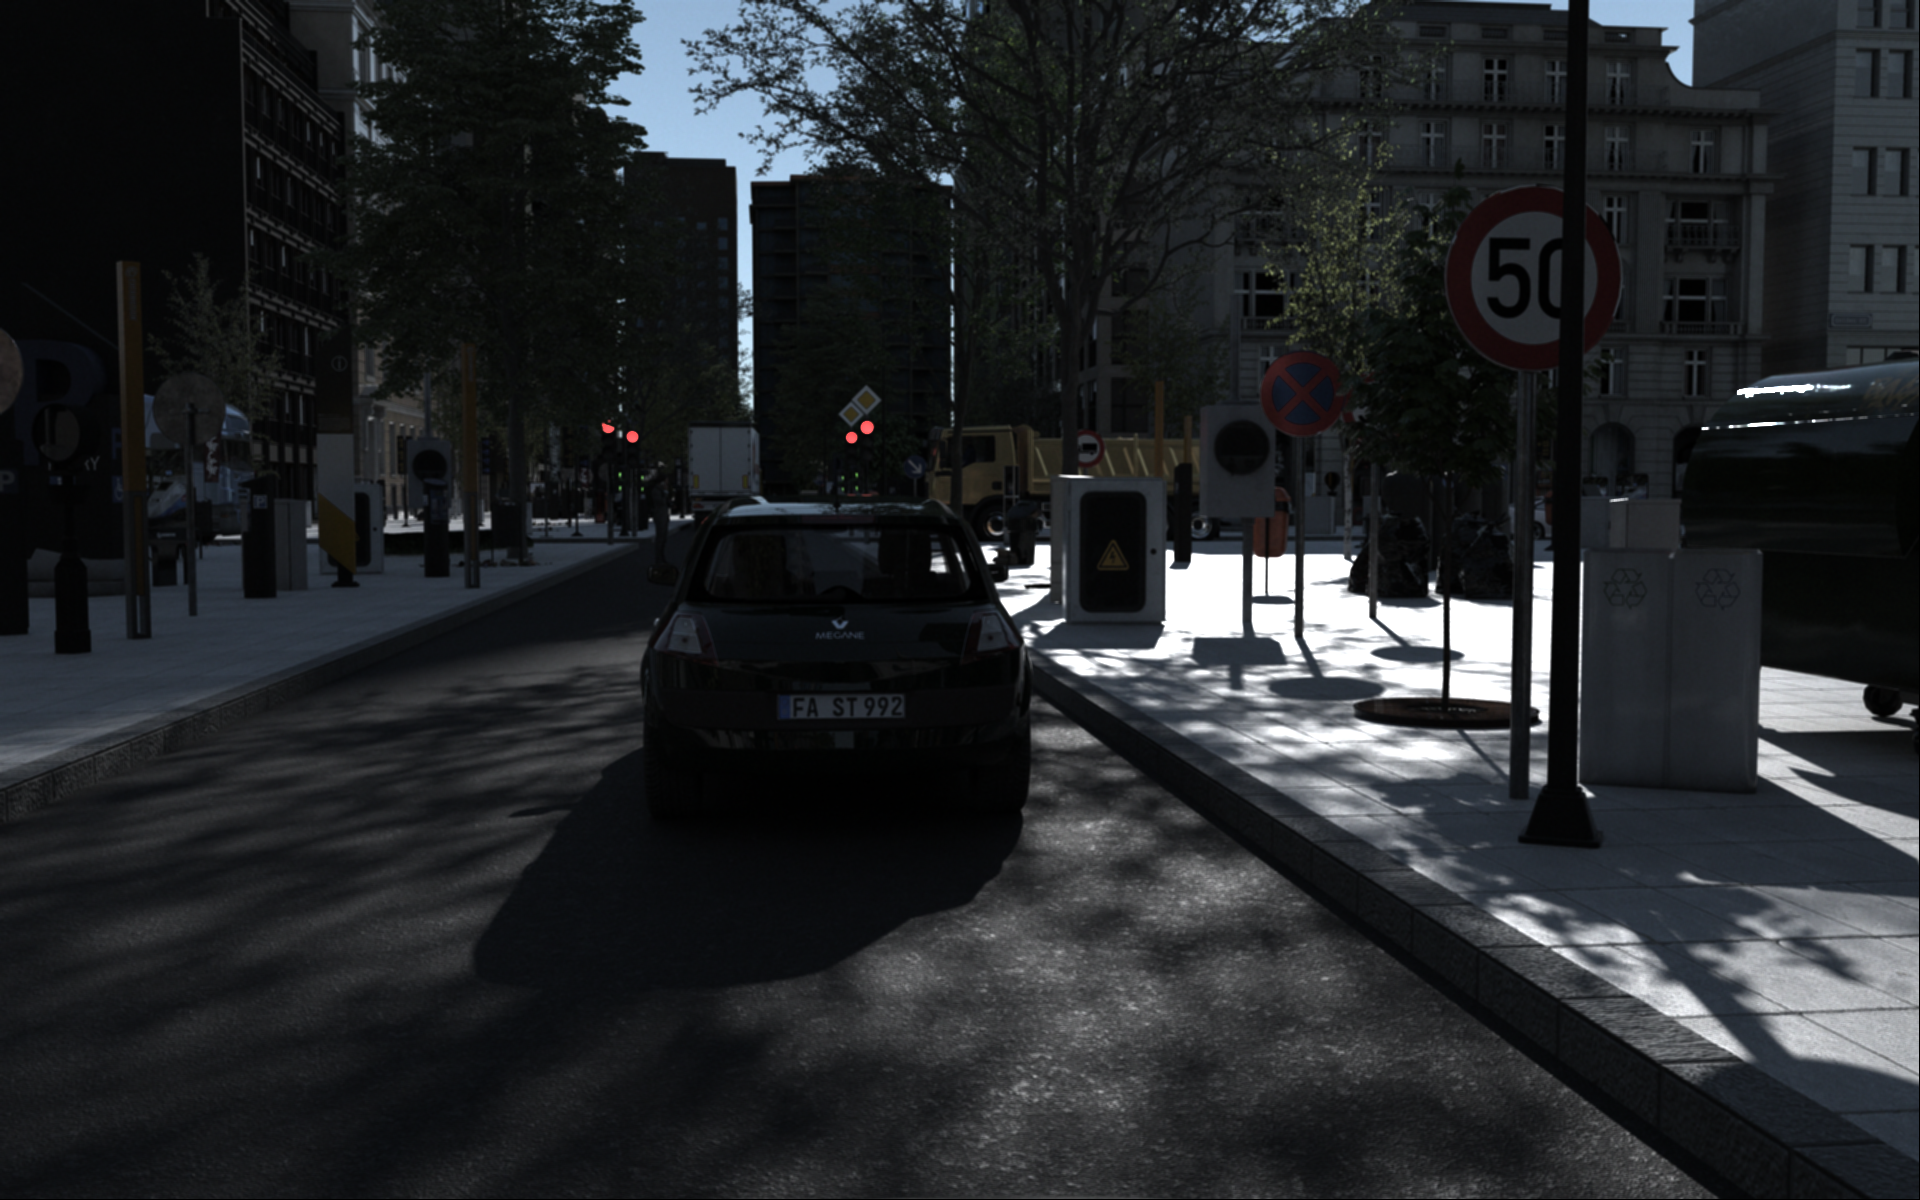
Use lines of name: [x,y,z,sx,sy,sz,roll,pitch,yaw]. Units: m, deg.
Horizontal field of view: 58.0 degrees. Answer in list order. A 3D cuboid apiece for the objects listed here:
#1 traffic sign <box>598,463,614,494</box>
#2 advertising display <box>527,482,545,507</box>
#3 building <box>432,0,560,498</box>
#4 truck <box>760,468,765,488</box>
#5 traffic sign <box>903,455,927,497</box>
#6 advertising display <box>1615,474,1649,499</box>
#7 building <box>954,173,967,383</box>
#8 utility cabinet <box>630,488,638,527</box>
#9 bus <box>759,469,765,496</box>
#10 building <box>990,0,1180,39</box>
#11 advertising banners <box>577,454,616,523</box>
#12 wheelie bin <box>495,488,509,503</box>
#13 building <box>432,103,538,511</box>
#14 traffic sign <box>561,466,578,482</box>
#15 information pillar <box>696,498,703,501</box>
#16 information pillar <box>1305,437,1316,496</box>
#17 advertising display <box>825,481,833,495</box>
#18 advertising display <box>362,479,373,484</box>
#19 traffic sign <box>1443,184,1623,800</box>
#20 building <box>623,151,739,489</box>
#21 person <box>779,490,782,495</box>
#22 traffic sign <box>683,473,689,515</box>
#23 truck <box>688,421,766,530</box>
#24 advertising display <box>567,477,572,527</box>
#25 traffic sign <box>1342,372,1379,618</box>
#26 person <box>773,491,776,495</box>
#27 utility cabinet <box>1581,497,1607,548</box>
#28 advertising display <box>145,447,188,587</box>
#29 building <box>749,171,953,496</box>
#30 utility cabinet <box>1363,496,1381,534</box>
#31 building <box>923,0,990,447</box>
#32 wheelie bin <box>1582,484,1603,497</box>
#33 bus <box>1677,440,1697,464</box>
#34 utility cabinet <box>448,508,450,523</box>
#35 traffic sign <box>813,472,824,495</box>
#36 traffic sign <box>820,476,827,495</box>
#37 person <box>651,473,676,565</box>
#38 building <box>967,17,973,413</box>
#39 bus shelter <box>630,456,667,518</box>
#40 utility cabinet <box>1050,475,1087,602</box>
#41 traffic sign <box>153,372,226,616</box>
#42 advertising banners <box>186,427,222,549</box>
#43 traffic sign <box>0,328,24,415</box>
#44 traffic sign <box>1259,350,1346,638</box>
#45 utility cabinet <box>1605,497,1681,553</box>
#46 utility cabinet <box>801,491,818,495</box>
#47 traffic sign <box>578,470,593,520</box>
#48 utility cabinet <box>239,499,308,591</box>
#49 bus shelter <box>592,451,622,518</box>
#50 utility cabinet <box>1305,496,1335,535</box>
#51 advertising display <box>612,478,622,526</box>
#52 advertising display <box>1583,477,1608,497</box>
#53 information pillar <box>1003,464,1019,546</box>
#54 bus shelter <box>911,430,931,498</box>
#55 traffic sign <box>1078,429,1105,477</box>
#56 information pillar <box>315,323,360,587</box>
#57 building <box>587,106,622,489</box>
traffic sign: [-14.364,-4.318,70.704,0.768,2.556,0.104,0,4,-5]
advertising display: [-22.994,-5.460,94.486,0.974,1.923,0.123,0,4,4]
building: [-45.246,-43.325,146.609,20.563,71.187,20.611,0,4,-6]
truck: [-20.923,-11.167,172.343,2.967,4.110,18.799,0,4,-6]
traffic sign: [-1.467,-3.457,56.621,0.768,2.556,0.104,0,4,0]
advertising display: [21.383,-3.054,55.147,0.974,1.923,0.123,2,4,25]
building: [10.058,-37.557,237.753,21.600,48.544,21.300,0,4,-6]
utility cabinet: [-12.640,-3.609,67.679,0.318,1.500,1.173,-2,4,-25]
bus: [-18.607,-9.821,152.116,2.896,3.916,12.252,0,4,-6]
building: [9.116,-27.807,138.246,14.154,41.232,14.086,0,4,-6]
advertising banners: [-15.819,-4.893,76.195,2.074,3.025,0.090,1,4,9]
wheelie bin: [-25.641,-5.473,97.393,0.980,1.594,0.693,-2,4,-27]
building: [-40.219,-21.974,130.979,14.160,30.474,14.107,0,4,-6]
traffic sign: [-16.870,-4.568,74.788,0.768,2.556,0.104,0,4,-2]
information pillar: [-16.256,-7.149,108.243,0.504,3.616,0.183,-1,4,-20]
information pillar: [13.484,-4.619,66.876,0.183,3.616,0.504,-3,5,-43]
advertising display: [-6.065,-4.829,84.167,0.974,1.923,0.123,1,4,13]
advertising display: [-26.221,-4.352,76.370,0.974,1.923,0.123,2,4,33]
traffic sign: [2.359,-0.436,7.231,0.768,2.556,0.104,0,4,-6]
building: [-36.666,-35.463,229.922,14.200,45.320,14.600,0,4,-6]
person: [-16.810,-9.449,163.008,0.705,1.821,1.348,0,4,-7]
traffic sign: [-16.655,-6.389,104.558,0.768,2.556,0.104,0,4,-6]
truck: [-9.693,-5.109,72.447,2.839,4.237,11.283,0,4,-5]
advertising display: [-15.090,-3.774,66.924,0.123,1.923,0.974,-1,4,-9]
traffic sign: [4.282,-1.088,17.890,0.768,2.556,0.104,0,4,-6]
person: [-19.746,-10.668,183.714,1.217,1.735,0.721,3,4,37]
utility cabinet: [15.128,-1.812,40.794,1.020,1.237,0.306,2,4,28]
advertising display: [-11.108,-1.157,24.138,0.123,1.923,0.974,1,4,16]
building: [-15.597,-35.535,235.618,28.867,44.769,22.147,0,4,-6]
utility cabinet: [13.285,-2.720,55.627,0.306,1.237,1.020,3,4,38]
building: [8.695,-52.689,174.134,22.319,86.520,31.000,0,4,-6]
wheelie bin: [19.960,-2.885,55.077,0.980,1.594,0.693,-1,4,-22]
bus: [28.148,-3.718,52.331,12.252,3.916,2.896,0,4,-8]
utility cabinet: [-22.908,-3.976,76.168,1.020,1.237,0.306,2,4,25]
traffic sign: [-7.991,-6.019,98.513,0.768,2.556,0.104,0,4,-5]
traffic sign: [-9.019,-6.979,114.213,0.768,2.556,0.104,0,4,1]
person: [-5.881,-1.603,34.516,0.447,1.846,0.655,0,4,5]
building: [7.368,-28.673,152.398,14.154,41.232,14.086,0,4,-6]
bus shelter: [-17.259,-6.199,95.272,2.014,3.302,5.546,0,4,-7]
utility cabinet: [1.429,-0.736,20.709,0.318,1.500,1.173,1,4,23]
traffic sign: [-8.084,-1.105,18.177,0.768,2.556,0.104,0,4,0]
advertising banners: [-18.217,-2.724,40.719,2.074,3.025,0.090,1,4,13]
traffic sign: [-7.128,-0.756,12.468,0.768,2.556,0.104,0,4,-4]
traffic sign: [3.036,-0.938,15.439,0.768,2.556,0.104,0,4,0]
utility cabinet: [8.988,-0.709,22.749,1.020,1.237,0.306,-2,4,-28]
utility cabinet: [-10.879,-7.115,125.014,1.173,1.500,0.318,0,4,5]
traffic sign: [-18.796,-5.312,86.957,0.768,2.556,0.104,0,4,0]
utility cabinet: [-9.219,-0.741,23.281,1.020,1.237,0.306,2,4,31]
bus shelter: [-19.616,-6.517,97.828,1.731,3.624,6.357,0,4,-6]
utility cabinet: [11.326,-2.665,54.742,1.020,1.237,0.306,3,5,43]
advertising display: [-13.799,-3.970,70.124,0.123,1.923,0.974,1,4,22]
advertising display: [24.134,-3.708,65.840,0.974,1.923,0.123,-1,4,-9]
information pillar: [1.278,-2.365,43.152,0.304,2.012,0.304,2,4,26]
bus shelter: [-1.020,-4.581,66.187,1.731,3.624,6.357,0,4,-6]
traffic sign: [2.465,-2.073,34.005,0.768,2.556,0.104,0,4,-4]
information pillar: [-8.574,-1.985,23.817,0.504,3.616,0.183,0,4,-8]
building: [-58.135,-39.439,234.070,27.495,52.752,28.713,0,4,-6]
